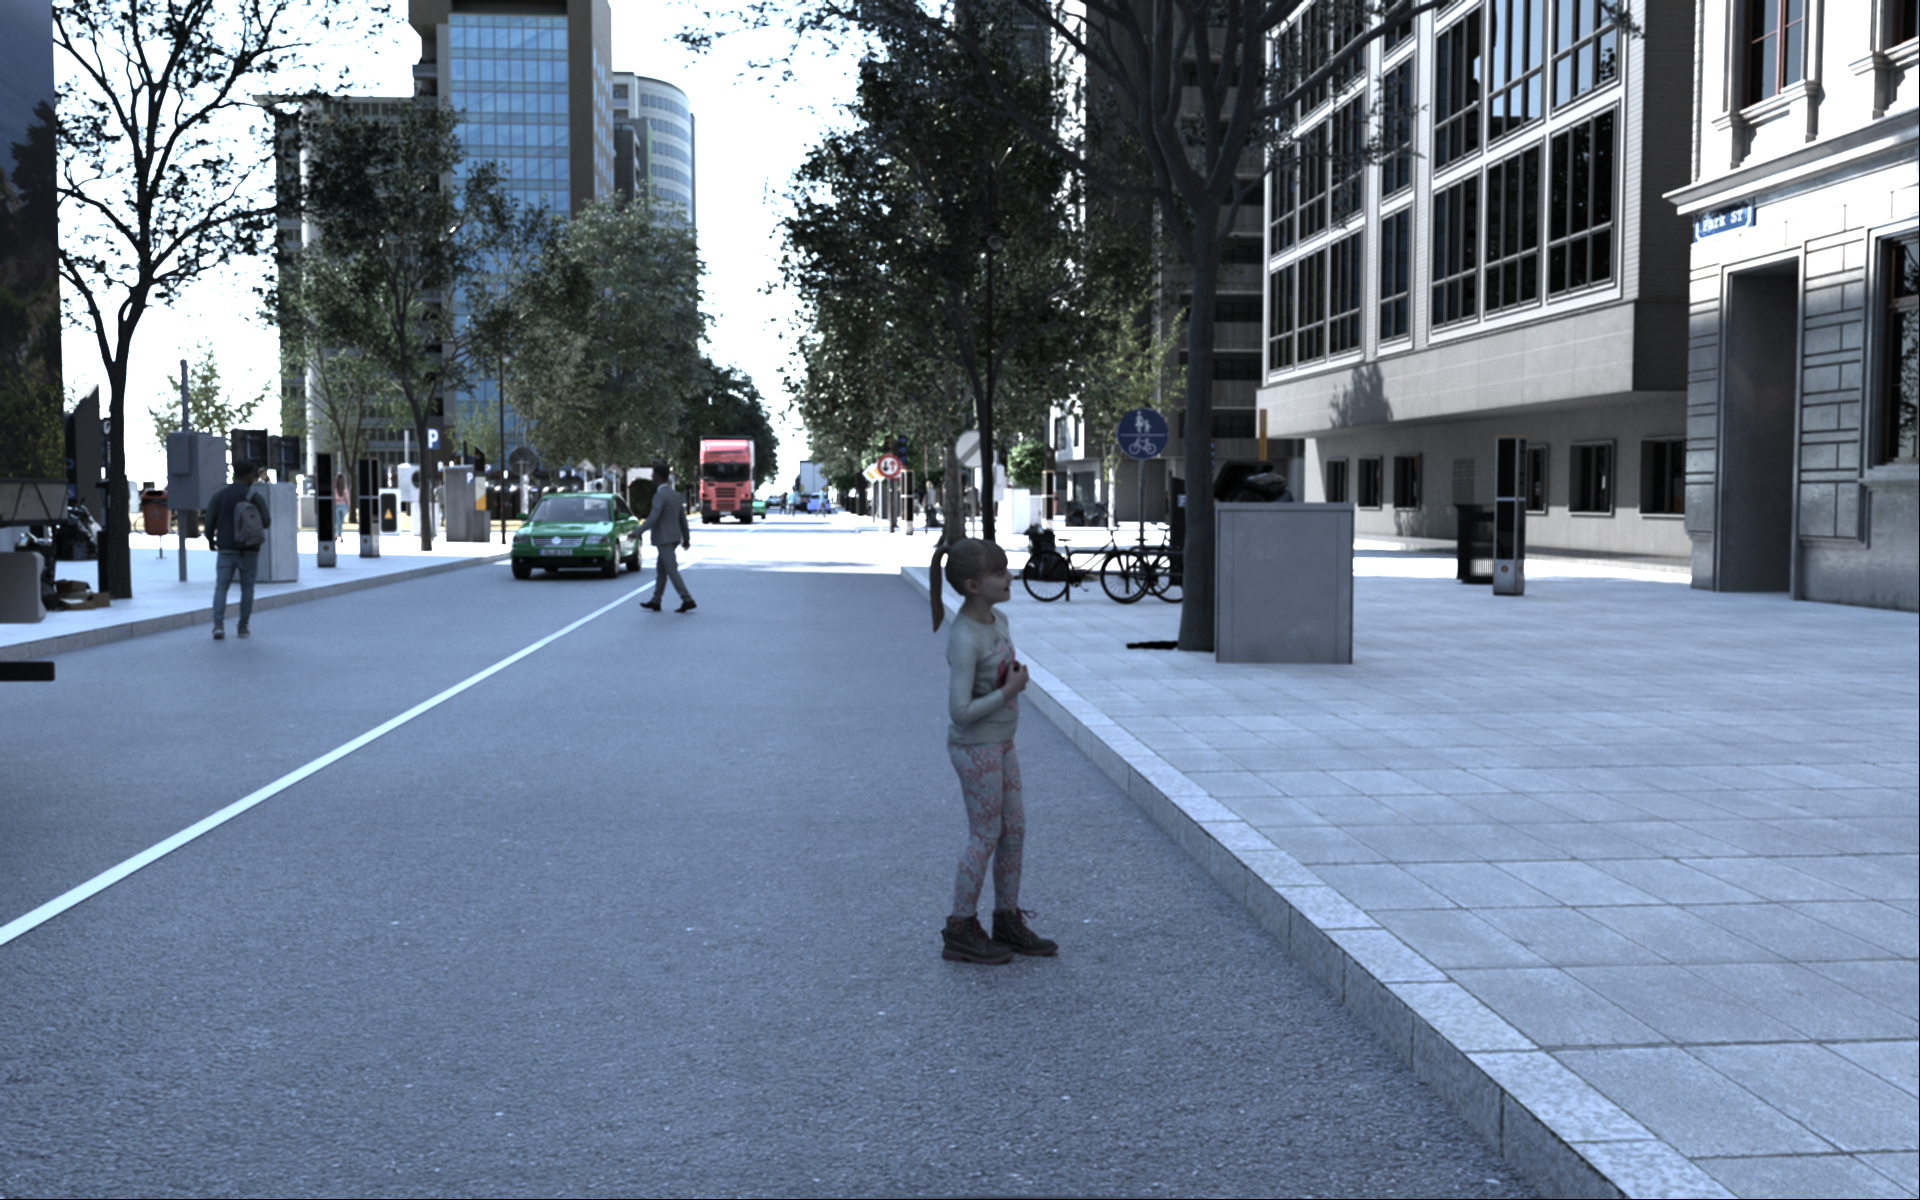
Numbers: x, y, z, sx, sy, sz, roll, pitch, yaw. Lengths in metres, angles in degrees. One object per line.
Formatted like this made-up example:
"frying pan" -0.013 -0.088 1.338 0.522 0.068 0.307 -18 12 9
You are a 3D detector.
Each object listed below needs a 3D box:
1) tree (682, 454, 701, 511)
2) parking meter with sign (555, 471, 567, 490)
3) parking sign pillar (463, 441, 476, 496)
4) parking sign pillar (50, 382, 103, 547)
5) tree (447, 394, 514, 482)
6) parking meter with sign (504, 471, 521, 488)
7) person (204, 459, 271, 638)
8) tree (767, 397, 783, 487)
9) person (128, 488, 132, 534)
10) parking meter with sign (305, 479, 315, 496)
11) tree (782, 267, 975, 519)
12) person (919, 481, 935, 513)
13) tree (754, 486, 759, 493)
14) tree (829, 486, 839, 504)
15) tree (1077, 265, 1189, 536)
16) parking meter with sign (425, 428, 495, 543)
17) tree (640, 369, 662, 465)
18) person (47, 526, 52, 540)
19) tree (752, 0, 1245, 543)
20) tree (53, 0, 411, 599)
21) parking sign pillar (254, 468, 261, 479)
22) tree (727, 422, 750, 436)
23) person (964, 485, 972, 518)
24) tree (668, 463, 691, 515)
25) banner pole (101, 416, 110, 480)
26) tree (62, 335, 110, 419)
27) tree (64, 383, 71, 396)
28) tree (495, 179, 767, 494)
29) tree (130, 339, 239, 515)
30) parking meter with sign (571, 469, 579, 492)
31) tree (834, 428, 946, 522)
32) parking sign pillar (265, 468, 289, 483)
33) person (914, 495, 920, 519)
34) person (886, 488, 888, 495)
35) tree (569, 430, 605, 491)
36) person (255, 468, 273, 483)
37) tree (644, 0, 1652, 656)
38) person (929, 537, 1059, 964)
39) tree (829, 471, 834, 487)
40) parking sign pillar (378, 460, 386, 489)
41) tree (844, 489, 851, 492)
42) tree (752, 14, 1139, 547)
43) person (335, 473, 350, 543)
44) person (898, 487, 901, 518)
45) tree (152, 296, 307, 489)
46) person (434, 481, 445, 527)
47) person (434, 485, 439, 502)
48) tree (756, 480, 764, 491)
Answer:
"tree" -20.090 -9.174 133.702 4.285 4.588 4.351 0 3 0
"parking meter with sign" -29.858 -8.116 128.951 0.543 3.016 1.738 1 4 9
"parking sign pillar" -24.991 -6.097 88.162 1.447 3.967 1.447 -1 4 -12
"parking sign pillar" -20.942 -3.228 41.253 1.447 3.967 1.447 0 4 -1
"tree" -34.900 -10.834 127.493 4.737 8.622 4.395 0 3 0
"parking meter with sign" -33.699 -8.283 131.692 1.738 3.016 0.543 -3 4 -38
"person" -7.235 -0.521 17.360 0.623 1.781 0.721 -1 4 -23
"tree" -6.909 -12.833 116.469 9.857 13.997 8.962 0 3 0
"person" -26.611 -3.000 54.873 0.755 1.850 0.659 1 4 15
"parking meter with sign" -33.143 -5.649 88.620 0.543 3.016 1.738 1 4 11
"tree" -3.858 -11.052 87.350 9.857 13.997 8.962 0 3 0
"person" -1.263 -3.906 70.096 0.709 1.800 0.728 -3 5 -43
"tree" -27.430 -14.207 226.880 1.663 3.219 1.824 0 3 0
"tree" -14.500 -15.688 206.864 4.360 8.622 3.978 0 3 0
"tree" 4.893 -6.288 53.178 4.737 8.622 4.395 0 3 0
"parking meter with sign" -13.248 -3.031 45.810 1.738 3.016 0.543 1 4 19
"tree" -19.407 -12.761 125.656 9.611 12.733 9.660 0 3 0
"person" -25.217 -2.542 47.588 0.713 1.824 0.794 -1 4 -21
"tree" 0.545 -5.803 29.293 8.767 10.594 7.601 0 4 0
"tree" -10.365 -5.275 20.655 8.767 10.594 7.601 0 4 -1
"parking sign pillar" -40.203 -6.761 99.007 1.447 3.967 1.447 2 4 28
"tree" -20.112 -12.098 148.166 4.360 8.622 3.978 0 3 0
"person" 0.314 -5.227 91.907 0.834 1.777 0.661 -1 4 -10
"tree" -17.632 -6.967 108.516 1.663 3.219 1.824 0 3 0
"banner pole" -24.201 -3.615 49.130 0.863 3.779 0.401 -2 4 -24
"tree" -40.429 -7.879 79.179 4.360 8.622 3.978 0 3 0
"tree" -40.198 -7.549 73.790 4.737 8.622 4.395 0 3 0
"tree" -14.444 -10.052 71.011 9.857 13.997 8.962 0 3 0
"tree" -35.568 -7.929 79.999 4.360 8.622 3.978 0 3 0
"parking meter with sign" -26.077 -7.406 117.351 0.543 3.016 1.738 -1 4 -13
"tree" -3.116 -5.911 80.362 4.285 4.588 4.351 0 3 0
"parking sign pillar" -34.882 -6.157 89.131 1.447 3.967 1.447 -1 4 -11
"person" -2.246 -4.698 87.876 0.382 1.210 0.505 -3 4 -38
"person" -5.031 -6.910 118.924 0.656 1.842 0.836 2 4 28
"tree" -28.259 -11.121 132.193 4.737 8.622 4.395 0 3 0
"person" -16.688 -2.212 41.573 0.474 1.900 0.648 -1 4 -14
"tree" 1.968 -6.341 14.046 12.009 13.543 11.850 0 3 0
"person" 0.108 0.456 5.331 0.394 1.301 0.425 0 4 4
"tree" -8.327 -9.161 133.495 4.285 4.588 4.351 0 3 0
"parking sign pillar" -45.485 -8.997 135.575 1.447 3.967 1.447 2 4 34
"tree" -13.528 -12.695 202.157 1.663 3.219 1.824 0 3 0
"tree" -0.247 -7.613 41.477 9.611 12.733 9.660 0 3 0
"person" -16.168 -2.393 45.183 0.388 1.821 0.555 3 5 43
"person" -3.350 -5.352 93.962 0.576 1.772 0.534 -2 4 -29
"tree" -28.017 -7.030 65.297 4.737 8.622 4.395 0 3 0
"person" -20.367 -3.782 68.004 0.709 1.813 0.853 -1 4 -18
"person" -29.757 -5.670 98.921 0.473 1.802 0.592 -3 5 -39
"tree" -28.302 -15.425 235.904 4.285 4.588 4.351 0 3 0
